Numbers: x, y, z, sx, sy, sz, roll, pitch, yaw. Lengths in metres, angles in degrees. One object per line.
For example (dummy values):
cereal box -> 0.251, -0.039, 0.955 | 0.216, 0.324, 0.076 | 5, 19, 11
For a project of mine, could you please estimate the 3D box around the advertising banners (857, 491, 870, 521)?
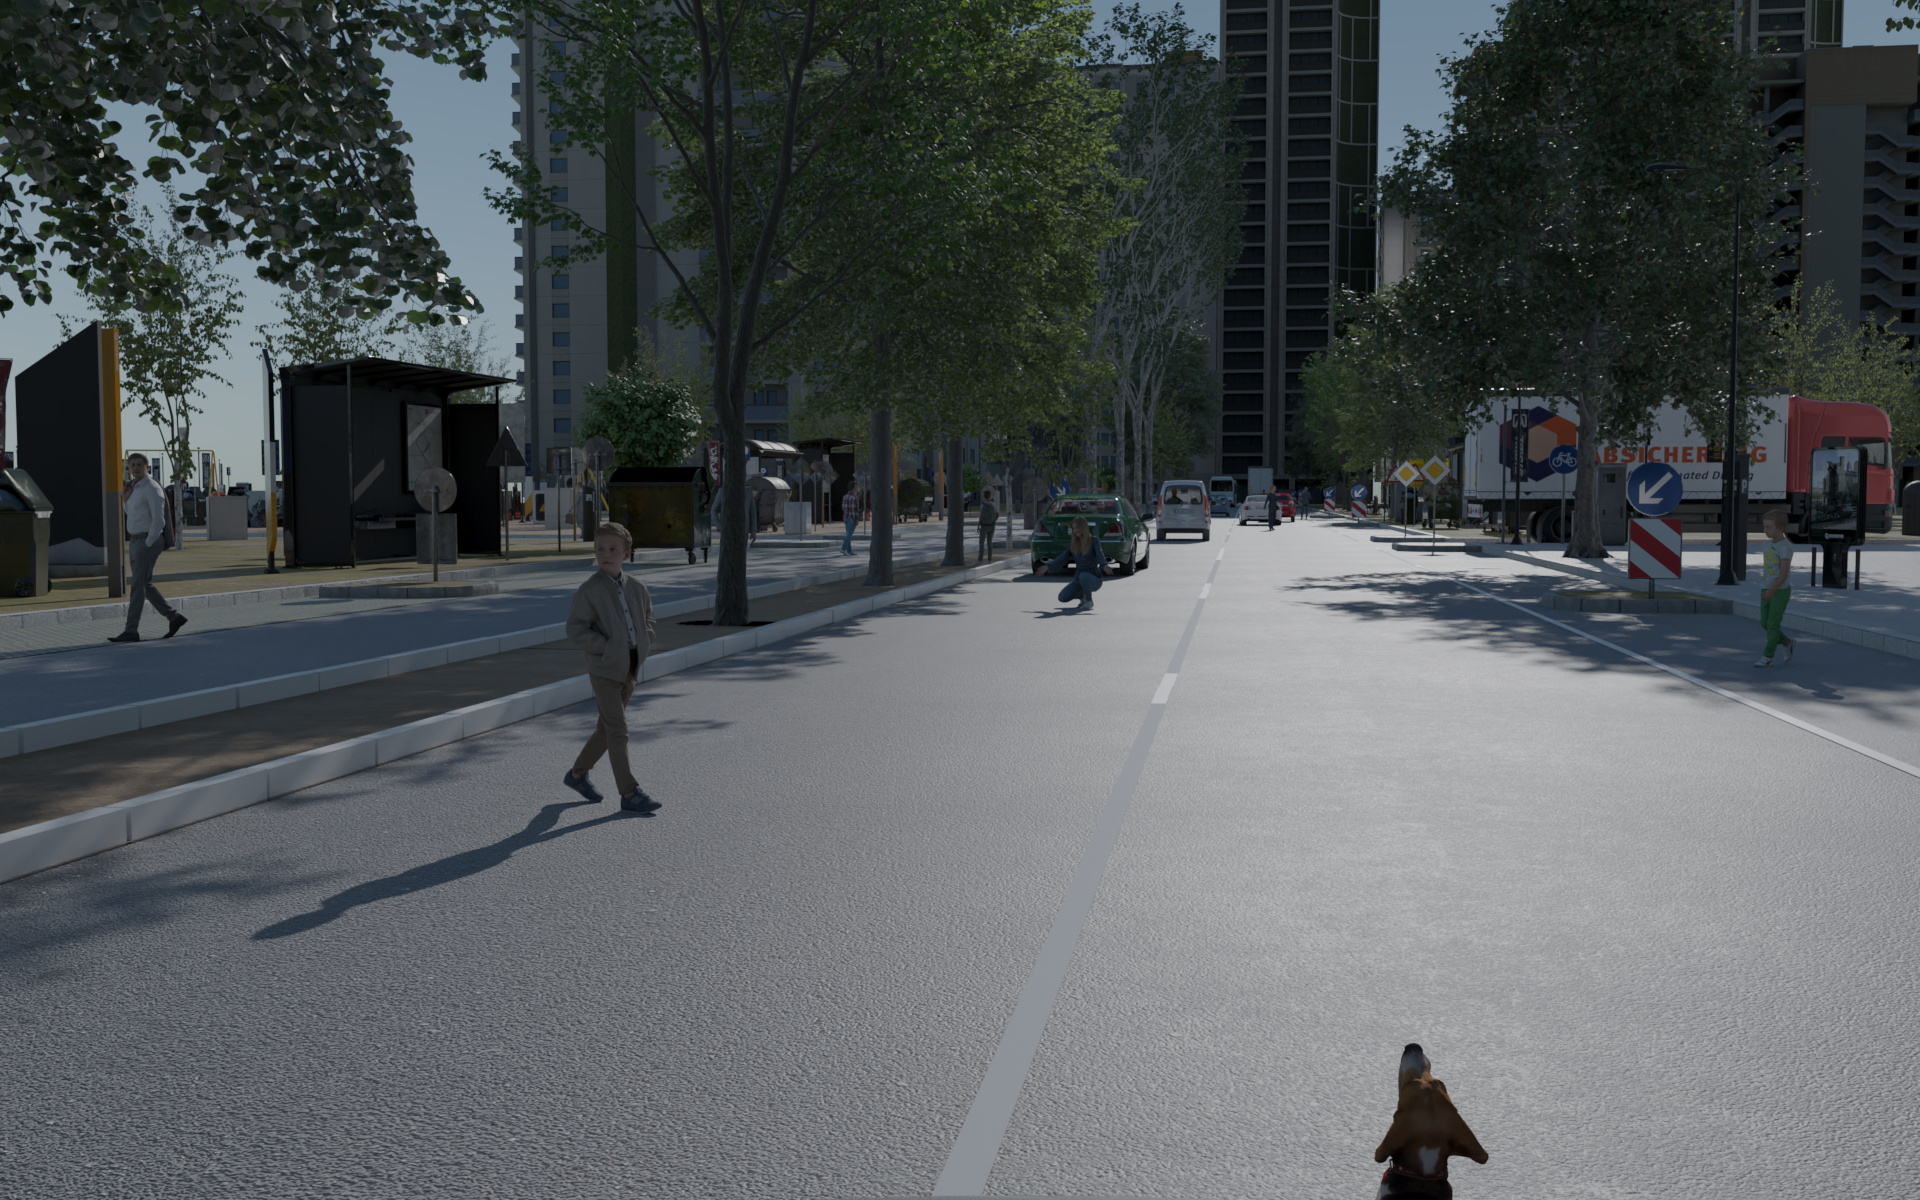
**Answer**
advertising banners -> -4.425, -5.282, 82.545 | 0.090, 3.025, 2.074 | 1, 4, 22

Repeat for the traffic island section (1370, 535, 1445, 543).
traffic island section -> 13.435, -1.828, 52.166 | 2.009, 0.180, 2.903 | 1, 4, 9

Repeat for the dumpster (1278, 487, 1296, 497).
dumpster -> 36.715, -11.601, 194.624 | 1.985, 2.255, 1.502 | 1, 4, 9

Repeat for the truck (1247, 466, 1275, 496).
truck -> 31.070, -11.621, 178.919 | 2.839, 4.237, 11.283 | 1, 4, 10

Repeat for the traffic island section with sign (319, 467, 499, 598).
traffic island section with sign -> -7.694, -0.977, 24.607 | 1.989, 1.847, 2.006 | 1, 4, 9

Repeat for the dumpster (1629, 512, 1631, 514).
dumpster -> 20.340, -3.183, 54.534 | 1.502, 2.255, 1.985 | 1, 4, 9

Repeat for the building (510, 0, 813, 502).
building -> -32.737, -39.518, 188.118 | 28.212, 58.520, 21.231 | 1, 4, 9

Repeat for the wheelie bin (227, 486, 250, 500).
wheelie bin -> -29.345, -3.822, 70.401 | 0.693, 1.594, 0.980 | 3, 5, 44

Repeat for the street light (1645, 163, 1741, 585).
street light -> 10.318, -3.172, 24.396 | 1.470, 5.913, 1.316 | 1, 4, 9

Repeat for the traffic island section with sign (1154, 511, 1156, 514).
traffic island section with sign -> 15.354, -7.310, 127.656 | 2.006, 1.907, 1.989 | 1, 4, 9

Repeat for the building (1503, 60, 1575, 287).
building -> 52.950, -28.381, 147.630 | 14.154, 41.232, 14.086 | 1, 4, 9

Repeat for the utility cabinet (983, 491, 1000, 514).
utility cabinet -> 2.061, -6.362, 112.695 | 1.173, 1.500, 0.318 | 3, 5, 44

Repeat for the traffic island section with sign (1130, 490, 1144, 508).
traffic island section with sign -> 18.290, -10.615, 182.185 | 1.989, 1.847, 2.006 | 1, 4, 9

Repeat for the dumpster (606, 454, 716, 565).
dumpster -> -6.126, -1.866, 35.465 | 1.985, 2.255, 1.502 | 1, 4, 10

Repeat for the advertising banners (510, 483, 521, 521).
advertising banners -> -21.597, -5.311, 83.024 | 0.090, 3.025, 2.074 | -3, 5, -39

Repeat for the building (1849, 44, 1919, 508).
building -> 97.987, -31.788, 169.840 | 14.200, 45.320, 14.600 | 1, 4, 9

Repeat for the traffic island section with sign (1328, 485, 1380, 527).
traffic island section with sign -> 17.448, -4.147, 76.437 | 1.989, 1.847, 2.006 | 1, 4, 9

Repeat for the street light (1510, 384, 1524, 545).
street light -> 13.579, -4.359, 43.813 | 1.470, 5.913, 1.316 | 1, 4, 9

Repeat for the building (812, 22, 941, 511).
building -> -14.362, -36.947, 146.089 | 21.231, 58.520, 28.212 | 1, 4, 9

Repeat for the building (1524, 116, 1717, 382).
building -> 50.579, -22.148, 133.814 | 14.160, 30.474, 14.107 | 1, 4, 9

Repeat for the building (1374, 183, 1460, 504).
building -> 61.878, -33.179, 226.077 | 14.086, 41.232, 14.154 | 1, 4, 9

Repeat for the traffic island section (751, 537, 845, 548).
traffic island section -> -4.333, -1.512, 46.996 | 2.009, 0.180, 2.903 | 1, 4, 9

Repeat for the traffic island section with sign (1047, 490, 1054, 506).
traffic island section with sign -> 5.681, -5.937, 105.696 | 1.989, 1.847, 2.006 | 1, 4, 9

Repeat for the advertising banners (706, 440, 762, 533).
advertising banners -> -7.375, -3.690, 56.513 | 2.074, 3.025, 0.090 | -3, 4, -38

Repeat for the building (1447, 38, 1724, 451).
building -> 59.640, -31.408, 168.148 | 22.147, 44.769, 28.867 | 1, 4, 9

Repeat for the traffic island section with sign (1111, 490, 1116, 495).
traffic island section with sign -> 13.899, -8.988, 155.589 | 1.989, 1.847, 2.006 | 1, 4, 9

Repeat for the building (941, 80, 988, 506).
building -> -8.554, -45.551, 183.004 | 20.611, 71.187, 20.563 | 1, 4, 9

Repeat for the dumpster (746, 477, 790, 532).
dumpster -> -6.613, -3.254, 58.969 | 1.264, 1.857, 1.865 | 1, 4, 10

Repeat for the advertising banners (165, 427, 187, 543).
advertising banners -> -20.853, -3.033, 45.784 | 2.074, 3.025, 0.090 | 3, 5, 43

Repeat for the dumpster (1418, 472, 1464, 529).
dumpster -> 18.109, -3.838, 65.245 | 1.502, 2.255, 1.985 | 1, 4, 9

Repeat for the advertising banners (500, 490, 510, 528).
advertising banners -> -17.515, -4.256, 65.780 | 0.090, 3.025, 2.074 | 0, 4, 0

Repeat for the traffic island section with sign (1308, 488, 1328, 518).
traffic island section with sign -> 21.837, -5.774, 103.034 | 1.989, 1.847, 2.006 | 1, 4, 9

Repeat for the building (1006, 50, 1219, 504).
building -> 20.837, -42.397, 235.186 | 28.212, 58.520, 21.231 | 1, 4, 9

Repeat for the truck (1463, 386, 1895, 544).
truck -> 19.508, -3.529, 46.612 | 11.283, 4.237, 2.839 | 1, 4, 9

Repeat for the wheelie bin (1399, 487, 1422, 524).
wheelie bin -> 19.201, -4.050, 74.125 | 0.693, 1.594, 0.980 | -1, 4, -12

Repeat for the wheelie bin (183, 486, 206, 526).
wheelie bin -> -30.918, -3.793, 69.930 | 0.693, 1.594, 0.980 | 0, 4, 6

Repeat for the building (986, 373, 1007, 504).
building -> -5.952, -40.052, 244.092 | 27.495, 52.752, 28.713 | 1, 4, 9

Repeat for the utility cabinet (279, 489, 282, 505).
utility cabinet -> -39.194, -5.591, 100.087 | 0.318, 1.500, 1.173 | -2, 4, -34

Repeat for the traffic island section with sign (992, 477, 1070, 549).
traffic island section with sign -> 1.930, -2.328, 46.205 | 2.006, 1.907, 1.989 | 1, 4, 9

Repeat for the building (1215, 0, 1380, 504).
building -> 44.875, -48.458, 230.543 | 20.611, 71.187, 20.563 | 1, 4, 9

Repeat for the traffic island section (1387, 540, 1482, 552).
traffic island section -> 12.136, -1.346, 44.286 | 2.009, 0.180, 2.903 | 1, 4, 9

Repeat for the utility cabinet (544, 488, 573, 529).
utility cabinet -> -14.477, -3.306, 62.732 | 1.173, 1.500, 0.318 | 2, 4, 26

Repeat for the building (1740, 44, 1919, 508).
building -> 83.900, -31.900, 171.680 | 14.200, 45.320, 14.600 | 1, 4, 9

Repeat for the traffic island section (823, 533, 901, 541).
traffic island section -> -3.034, -1.994, 54.875 | 2.009, 0.180, 2.903 | 1, 4, 9

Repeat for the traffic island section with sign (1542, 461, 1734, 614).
traffic island section with sign -> 8.449, -0.806, 21.804 | 1.989, 1.847, 2.006 | 1, 4, 9

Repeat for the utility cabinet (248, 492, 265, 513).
utility cabinet -> -44.231, -6.148, 109.204 | 1.173, 1.500, 0.318 | -1, 4, -10

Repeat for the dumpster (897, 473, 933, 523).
dumpster -> -2.120, -4.627, 78.141 | 1.502, 2.255, 1.985 | 1, 4, 9

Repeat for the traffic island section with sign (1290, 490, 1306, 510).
traffic island section with sign -> 30.074, -8.833, 153.046 | 1.989, 1.847, 2.006 | 1, 4, 9

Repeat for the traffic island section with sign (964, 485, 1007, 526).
traffic island section with sign -> 1.289, -4.310, 79.100 | 1.989, 1.847, 2.006 | 1, 4, 9

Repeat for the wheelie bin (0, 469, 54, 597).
wheelie bin -> -11.819, -0.842, 21.675 | 0.693, 1.594, 0.980 | -1, 4, -9

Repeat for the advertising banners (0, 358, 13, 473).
advertising banners -> -13.005, -1.564, 21.762 | 2.074, 3.025, 0.090 | -3, 5, -40

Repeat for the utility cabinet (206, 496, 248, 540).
utility cabinet -> -20.457, -2.273, 48.332 | 1.020, 1.237, 0.306 | -3, 5, -39

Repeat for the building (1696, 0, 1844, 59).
building -> 100.923, -47.934, 221.977 | 20.611, 71.187, 20.563 | 1, 4, 9

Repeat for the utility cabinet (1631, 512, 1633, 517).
utility cabinet -> 25.635, -3.455, 65.170 | 1.173, 1.500, 0.318 | 2, 4, 34
